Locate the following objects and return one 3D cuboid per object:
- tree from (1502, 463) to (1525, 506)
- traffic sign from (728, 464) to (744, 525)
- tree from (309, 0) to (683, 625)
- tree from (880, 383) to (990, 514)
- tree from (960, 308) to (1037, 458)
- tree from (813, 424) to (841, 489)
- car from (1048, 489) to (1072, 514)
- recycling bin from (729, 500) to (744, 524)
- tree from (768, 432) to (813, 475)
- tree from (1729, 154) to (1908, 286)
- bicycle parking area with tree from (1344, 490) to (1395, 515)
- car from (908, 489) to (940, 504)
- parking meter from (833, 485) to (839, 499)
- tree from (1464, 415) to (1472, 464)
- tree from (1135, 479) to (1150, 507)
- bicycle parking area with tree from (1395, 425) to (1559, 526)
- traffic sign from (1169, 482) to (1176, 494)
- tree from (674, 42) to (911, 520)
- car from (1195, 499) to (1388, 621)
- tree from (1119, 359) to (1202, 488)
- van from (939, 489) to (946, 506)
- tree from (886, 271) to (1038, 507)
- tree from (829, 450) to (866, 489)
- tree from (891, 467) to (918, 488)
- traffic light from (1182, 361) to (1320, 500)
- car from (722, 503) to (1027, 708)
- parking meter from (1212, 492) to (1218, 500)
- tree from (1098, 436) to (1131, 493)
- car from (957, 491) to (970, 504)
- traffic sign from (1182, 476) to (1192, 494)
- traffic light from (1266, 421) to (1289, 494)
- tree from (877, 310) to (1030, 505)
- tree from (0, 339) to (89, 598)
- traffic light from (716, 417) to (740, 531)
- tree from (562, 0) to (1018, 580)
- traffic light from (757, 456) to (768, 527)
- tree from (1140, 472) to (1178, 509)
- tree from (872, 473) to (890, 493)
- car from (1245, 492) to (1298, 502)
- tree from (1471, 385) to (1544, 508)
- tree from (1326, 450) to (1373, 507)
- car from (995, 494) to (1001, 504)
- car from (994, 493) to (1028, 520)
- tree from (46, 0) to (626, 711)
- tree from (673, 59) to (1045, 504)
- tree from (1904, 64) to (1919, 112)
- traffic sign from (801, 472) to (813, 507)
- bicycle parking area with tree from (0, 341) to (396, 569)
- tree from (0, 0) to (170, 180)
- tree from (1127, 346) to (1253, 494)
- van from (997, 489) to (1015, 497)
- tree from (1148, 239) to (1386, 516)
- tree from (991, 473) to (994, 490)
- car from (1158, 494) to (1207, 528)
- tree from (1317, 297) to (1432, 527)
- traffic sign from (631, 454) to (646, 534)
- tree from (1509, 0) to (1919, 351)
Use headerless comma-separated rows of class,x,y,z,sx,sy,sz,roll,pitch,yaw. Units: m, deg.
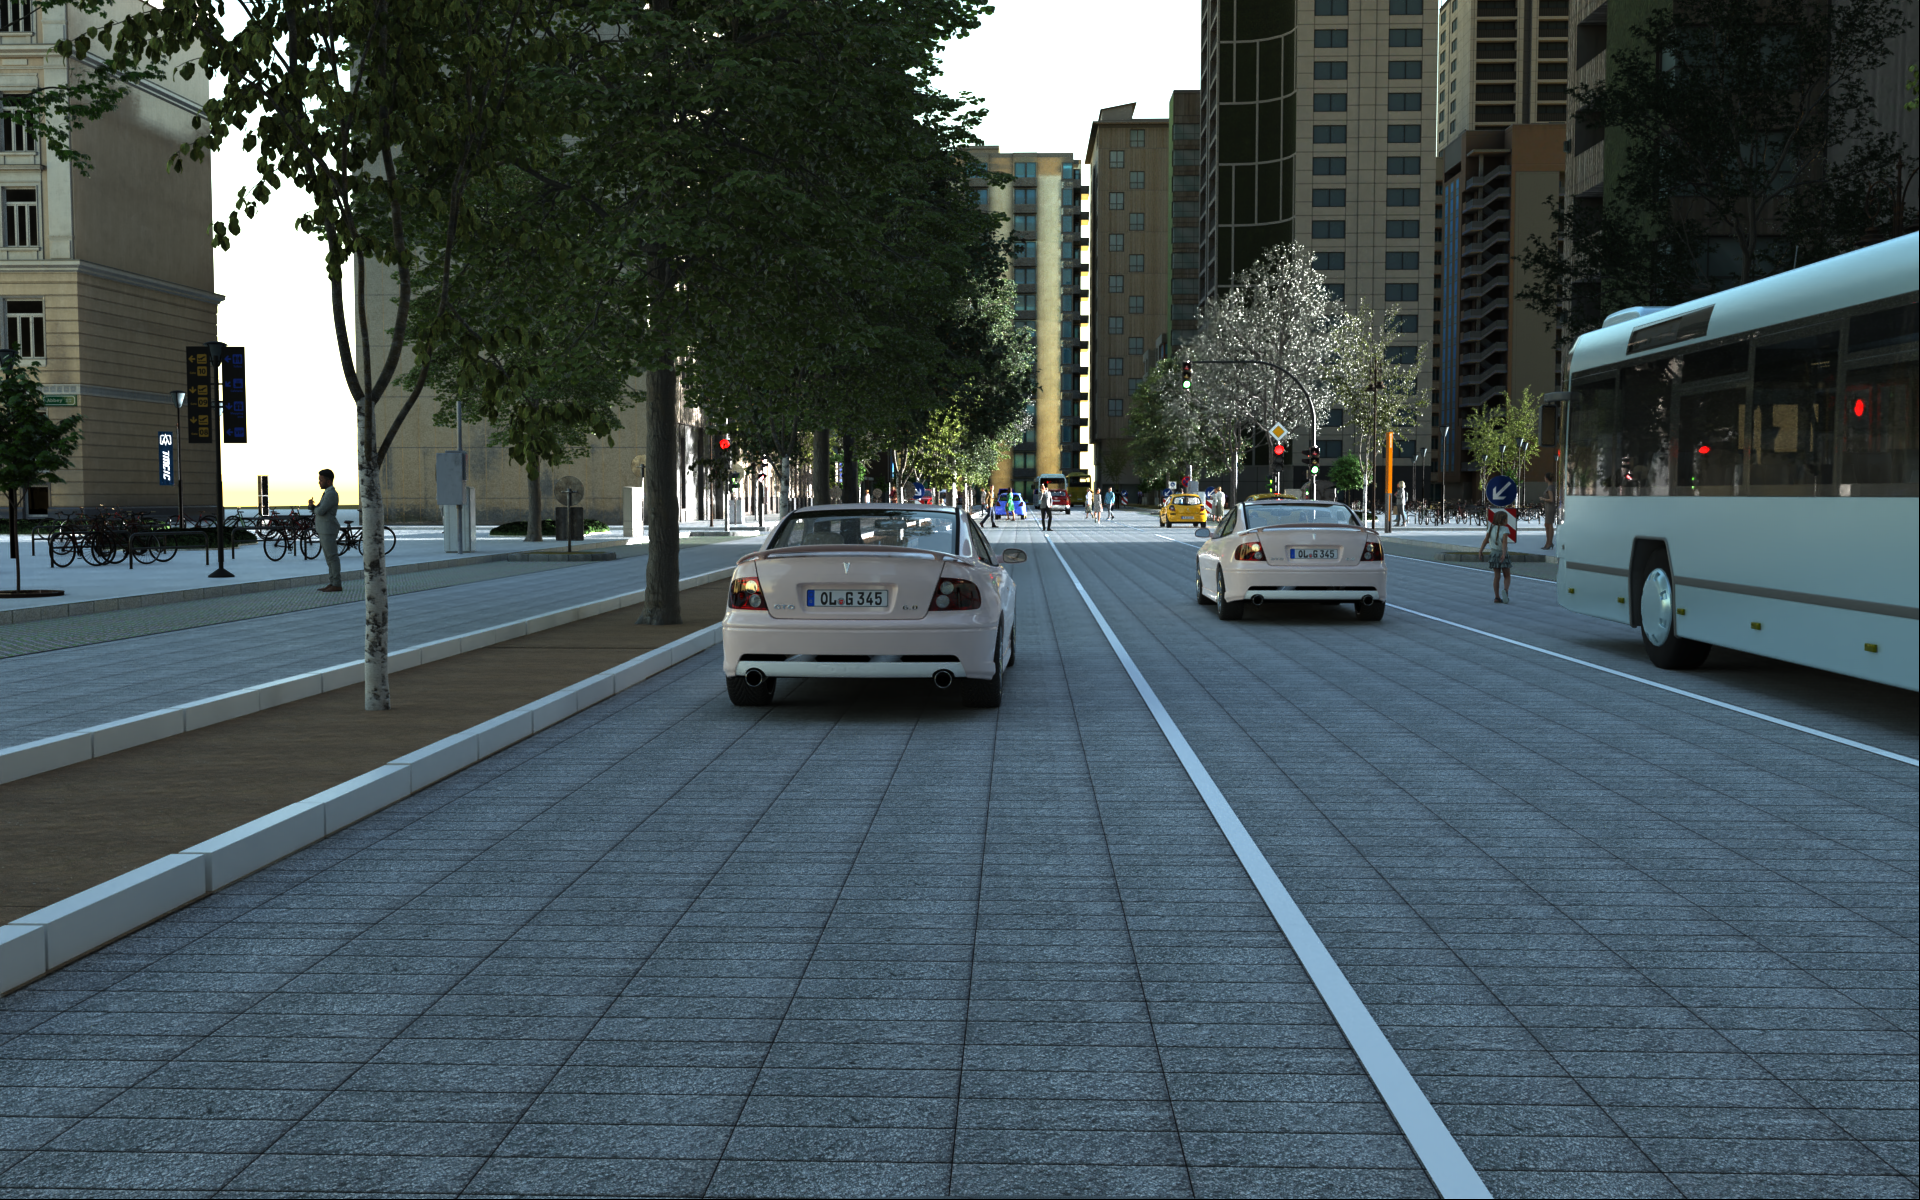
tree,34.386,-6.974,108.628,1.663,3.219,1.824,0,3,0
traffic sign,-9.390,-4.417,72.331,0.768,2.556,0.104,1,4,11
tree,-3.364,-6.024,19.078,7.486,12.596,7.792,0,3,0
tree,-1.093,-7.372,73.346,4.737,8.622,4.395,0,3,0
tree,-0.341,-11.867,106.848,12.009,13.543,11.850,0,3,0
tree,-9.060,-9.596,107.263,4.737,8.622,4.395,0,3,0
car,6.823,-7.012,123.318,2.281,1.827,5.304,0,4,3
recycling bin,-9.685,-3.794,74.589,0.722,1.027,0.722,0,4,-2
tree,-10.059,-8.253,85.293,4.737,8.622,4.395,0,3,0
tree,18.466,-5.290,36.851,4.360,8.622,3.978,0,3,0
bicycle parking area with tree,29.113,-7.492,109.502,9.016,4.147,8.231,2,4,28
car,-2.528,-6.876,121.089,2.281,1.827,5.304,0,4,3
parking meter,-8.044,-6.526,112.404,0.399,1.863,0.255,-3,4,-36
tree,42.161,-11.514,138.618,4.737,8.622,4.395,0,3,0
tree,19.123,-11.258,178.675,1.663,3.219,1.824,0,3,0
bicycle parking area with tree,22.895,-5.234,72.574,8.231,4.147,9.016,1,4,18
traffic sign,17.318,-8.500,141.099,0.606,2.300,0.079,0,4,3
tree,-2.813,-4.575,27.617,4.360,8.622,3.978,0,3,0
car,3.935,-0.529,21.007,2.083,1.381,4.827,0,4,3
tree,17.089,-13.898,145.352,7.486,12.596,7.792,0,3,0
van,-1.514,-8.091,139.300,2.013,2.044,4.112,0,4,1
tree,-0.511,-10.956,88.241,9.857,13.997,8.962,0,3,0
tree,-8.310,-8.561,123.693,4.285,4.588,4.351,0,3,0
tree,-6.318,-13.130,198.394,4.285,4.588,4.351,0,3,0
traffic light,9.914,-5.160,59.031,4.771,5.953,1.251,0,4,2
car,-0.549,-0.042,13.044,2.083,1.381,4.827,0,4,4
parking meter,15.410,-5.900,104.871,0.372,1.533,0.369,0,3,0
tree,19.538,-16.361,217.862,4.737,8.622,4.395,0,3,0
car,0.276,-12.104,206.579,2.281,1.827,5.304,0,4,2
traffic sign,16.255,-7.583,124.084,0.768,2.556,0.104,0,4,4
traffic light,12.286,-4.780,67.080,0.839,4.253,0.868,0,4,2
tree,-0.958,-8.726,79.542,8.767,10.594,7.601,0,4,2
tree,-11.721,-1.658,21.703,1.663,3.219,1.824,0,3,0
traffic light,-8.042,-4.334,59.781,0.839,4.253,0.868,0,4,2
tree,-2.772,-6.909,33.540,7.486,12.596,7.792,0,3,0
traffic light,-5.670,-5.691,67.724,4.771,5.953,1.251,0,4,2
tree,17.738,-10.434,154.312,4.285,4.588,4.351,0,3,0
tree,-7.240,-10.173,160.934,1.663,3.219,1.824,0,3,0
car,8.509,-2.285,47.588,2.015,1.641,3.980,0,4,2
tree,37.756,-10.210,117.293,4.737,8.622,4.395,0,3,0
tree,28.381,-8.739,126.597,4.285,4.588,4.351,0,3,0
car,4.323,-9.448,166.484,2.014,1.417,4.499,0,4,3
car,2.890,-5.435,98.459,1.945,1.707,3.694,0,4,4
tree,-3.819,-3.556,10.956,4.737,8.622,4.395,0,3,0
tree,-2.705,-7.528,42.552,9.611,12.733,9.660,0,3,0
tree,12.562,-4.196,18.961,4.737,8.622,4.395,0,3,0
traffic sign,-8.924,-6.178,101.122,0.768,2.556,0.104,1,4,10
bicycle parking area with tree,-16.355,-2.855,33.685,8.231,4.147,9.016,2,4,33
tree,-11.657,-5.554,16.563,9.928,11.665,9.643,0,3,0
tree,17.712,-13.273,134.024,9.611,12.733,9.660,0,3,0
van,5.325,-11.789,197.141,2.240,2.365,5.245,0,4,3
tree,15.123,-10.580,83.345,12.009,13.543,11.850,0,3,0
tree,0.622,-10.756,128.677,4.737,8.622,4.395,0,3,0
car,9.623,-3.958,74.936,2.015,1.641,3.980,0,4,1
tree,15.599,-7.044,65.538,4.360,8.622,3.978,0,3,0
traffic sign,-10.132,-3.370,55.209,0.768,2.556,0.104,1,4,10
tree,12.896,-5.785,28.991,7.601,10.594,8.767,0,4,4
